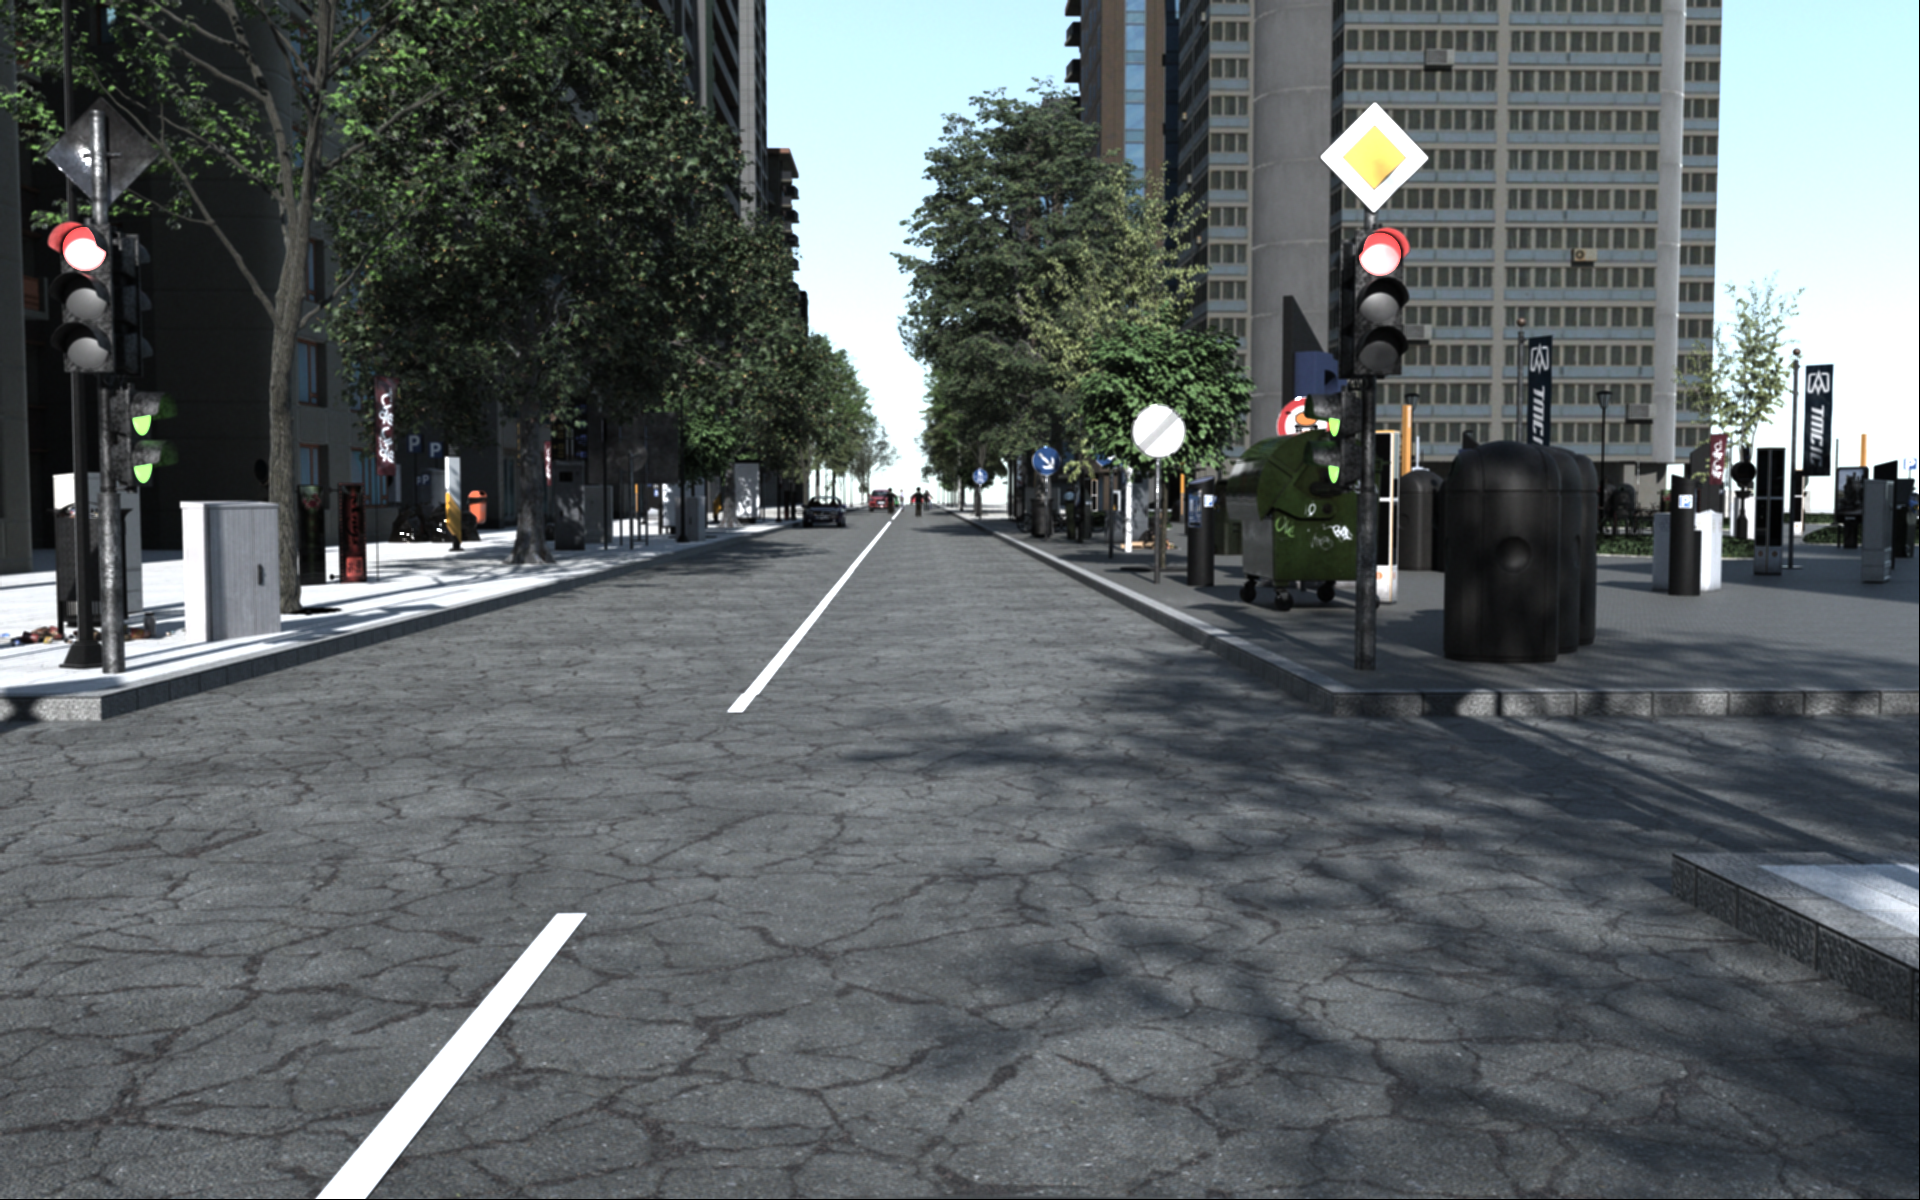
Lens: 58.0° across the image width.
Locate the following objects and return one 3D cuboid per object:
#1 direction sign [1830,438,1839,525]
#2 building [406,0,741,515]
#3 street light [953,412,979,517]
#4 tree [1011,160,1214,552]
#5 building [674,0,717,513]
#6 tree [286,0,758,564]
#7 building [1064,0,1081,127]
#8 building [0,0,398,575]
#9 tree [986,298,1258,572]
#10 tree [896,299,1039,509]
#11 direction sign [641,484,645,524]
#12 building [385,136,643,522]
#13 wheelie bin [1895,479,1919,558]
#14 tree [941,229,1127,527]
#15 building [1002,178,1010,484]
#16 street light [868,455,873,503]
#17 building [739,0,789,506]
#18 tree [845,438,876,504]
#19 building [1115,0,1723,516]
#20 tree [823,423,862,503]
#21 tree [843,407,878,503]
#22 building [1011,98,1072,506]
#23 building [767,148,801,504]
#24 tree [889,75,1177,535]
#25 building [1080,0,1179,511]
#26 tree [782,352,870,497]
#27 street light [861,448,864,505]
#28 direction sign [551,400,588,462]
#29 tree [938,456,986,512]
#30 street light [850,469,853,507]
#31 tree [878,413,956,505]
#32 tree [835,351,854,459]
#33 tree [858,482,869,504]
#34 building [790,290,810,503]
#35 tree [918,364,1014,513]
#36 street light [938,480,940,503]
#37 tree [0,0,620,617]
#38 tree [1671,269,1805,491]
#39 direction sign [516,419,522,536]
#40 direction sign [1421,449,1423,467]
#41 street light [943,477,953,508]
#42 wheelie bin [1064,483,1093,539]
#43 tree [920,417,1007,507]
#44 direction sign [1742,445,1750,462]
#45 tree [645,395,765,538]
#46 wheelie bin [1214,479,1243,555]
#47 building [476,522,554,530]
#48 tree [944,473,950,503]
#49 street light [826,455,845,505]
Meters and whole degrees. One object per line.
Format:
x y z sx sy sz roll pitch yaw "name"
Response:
35.718 -4.808 70.609 0.379 3.537 0.876 2 4 30 "direction sign"
-28.542 -31.139 132.819 21.300 48.544 21.600 0 4 -2 "building"
0.488 -7.650 97.612 1.470 5.913 1.316 0 4 -2 "street light"
3.570 -5.378 38.291 4.737 8.622 4.395 0 3 0 "tree"
-24.064 -26.407 115.347 14.154 41.232 14.086 0 4 -2 "building"
-7.936 -7.024 31.854 9.611 12.733 9.660 0 3 0 "tree"
19.954 -29.735 140.796 22.147 44.769 28.867 0 4 -2 "building"
-29.217 -11.513 33.278 27.650 21.520 28.899 0 4 -2 "building"
3.406 -2.779 29.155 4.285 4.588 4.351 0 3 0 "tree"
1.173 -17.984 149.924 12.611 20.169 13.585 0 3 0 "tree"
-13.377 -4.970 73.249 0.876 3.537 0.379 2 4 33 "direction sign"
-28.091 -28.950 97.038 21.300 48.544 21.600 0 4 -2 "building"
19.069 -1.676 35.316 0.693 1.594 0.980 -3 5 -41 "wheelie bin"
2.844 -8.639 67.008 9.928 11.665 9.643 0 3 0 "tree"
17.130 -35.357 232.710 22.147 44.769 28.867 0 4 -2 "building"
-11.081 -14.263 205.735 1.470 5.913 1.316 0 4 -2 "street light"
-29.359 -45.884 188.454 20.563 71.187 20.611 0 4 -2 "building"
-13.045 -17.047 229.084 4.360 8.622 3.978 0 3 0 "tree"
25.773 -24.993 100.523 32.217 40.220 23.993 0 4 -2 "building"
-10.946 -12.729 158.486 4.737 8.622 4.395 0 3 0 "tree"
-13.215 -20.518 245.831 12.009 13.543 11.850 0 3 0 "tree"
13.882 -33.444 196.925 14.600 45.320 14.200 0 4 -2 "building"
-31.298 -34.217 214.076 22.147 44.769 28.867 0 4 -2 "building"
2.674 -8.981 53.499 9.857 13.997 8.962 0 3 0 "tree"
15.822 -28.688 119.166 14.600 45.320 14.200 0 4 -2 "building"
-10.323 -12.986 130.451 7.486 12.596 7.792 0 3 0 "tree"
-10.302 -12.237 172.609 1.470 5.913 1.316 0 4 -2 "street light"
-9.379 -3.038 41.662 0.876 3.537 0.379 0 4 -3 "direction sign"
1.203 -8.766 127.044 4.285 4.588 4.351 0 3 0 "tree"
-9.816 -11.163 155.061 1.470 5.913 1.316 0 4 -2 "street light"
-0.665 -17.590 197.969 12.009 13.543 11.850 0 3 0 "tree"
-8.790 -9.154 66.674 9.611 12.733 9.660 0 3 0 "tree"
-13.106 -14.759 235.909 1.663 3.219 1.824 0 3 0 "tree"
-28.058 -28.427 236.486 14.160 30.474 14.107 0 4 -2 "building"
0.774 -12.101 115.980 7.486 12.596 7.792 0 3 0 "tree"
-1.302 -11.724 164.220 1.470 5.913 1.316 0 4 -2 "street light"
-7.153 -5.664 18.358 9.928 11.665 9.643 0 3 0 "tree"
26.048 -6.558 57.579 4.737 8.622 4.395 0 3 0 "tree"
-13.251 -3.688 52.303 0.379 3.537 0.876 -2 4 -26 "direction sign"
23.334 -5.842 87.510 0.379 3.537 0.876 1 4 15 "direction sign"
-0.409 -9.697 131.080 1.470 5.913 1.316 0 4 -2 "street light"
3.344 -2.527 49.225 0.693 1.594 0.980 2 4 26 "wheelie bin"
0.375 -15.638 172.692 9.611 12.733 9.660 0 3 0 "tree"
36.171 -5.375 79.885 0.379 3.537 0.876 0 4 -3 "direction sign"
-7.966 -4.114 50.981 4.285 4.588 4.351 0 3 0 "tree"
5.708 -1.755 36.609 0.980 1.594 0.693 -2 4 -30 "wheelie bin"
-27.596 -27.378 71.338 21.300 48.544 21.600 0 4 -2 "building"
-1.771 -17.534 237.048 4.360 8.622 3.978 0 3 0 "tree"
-8.876 -9.131 121.828 1.470 5.913 1.316 0 4 -2 "street light"
